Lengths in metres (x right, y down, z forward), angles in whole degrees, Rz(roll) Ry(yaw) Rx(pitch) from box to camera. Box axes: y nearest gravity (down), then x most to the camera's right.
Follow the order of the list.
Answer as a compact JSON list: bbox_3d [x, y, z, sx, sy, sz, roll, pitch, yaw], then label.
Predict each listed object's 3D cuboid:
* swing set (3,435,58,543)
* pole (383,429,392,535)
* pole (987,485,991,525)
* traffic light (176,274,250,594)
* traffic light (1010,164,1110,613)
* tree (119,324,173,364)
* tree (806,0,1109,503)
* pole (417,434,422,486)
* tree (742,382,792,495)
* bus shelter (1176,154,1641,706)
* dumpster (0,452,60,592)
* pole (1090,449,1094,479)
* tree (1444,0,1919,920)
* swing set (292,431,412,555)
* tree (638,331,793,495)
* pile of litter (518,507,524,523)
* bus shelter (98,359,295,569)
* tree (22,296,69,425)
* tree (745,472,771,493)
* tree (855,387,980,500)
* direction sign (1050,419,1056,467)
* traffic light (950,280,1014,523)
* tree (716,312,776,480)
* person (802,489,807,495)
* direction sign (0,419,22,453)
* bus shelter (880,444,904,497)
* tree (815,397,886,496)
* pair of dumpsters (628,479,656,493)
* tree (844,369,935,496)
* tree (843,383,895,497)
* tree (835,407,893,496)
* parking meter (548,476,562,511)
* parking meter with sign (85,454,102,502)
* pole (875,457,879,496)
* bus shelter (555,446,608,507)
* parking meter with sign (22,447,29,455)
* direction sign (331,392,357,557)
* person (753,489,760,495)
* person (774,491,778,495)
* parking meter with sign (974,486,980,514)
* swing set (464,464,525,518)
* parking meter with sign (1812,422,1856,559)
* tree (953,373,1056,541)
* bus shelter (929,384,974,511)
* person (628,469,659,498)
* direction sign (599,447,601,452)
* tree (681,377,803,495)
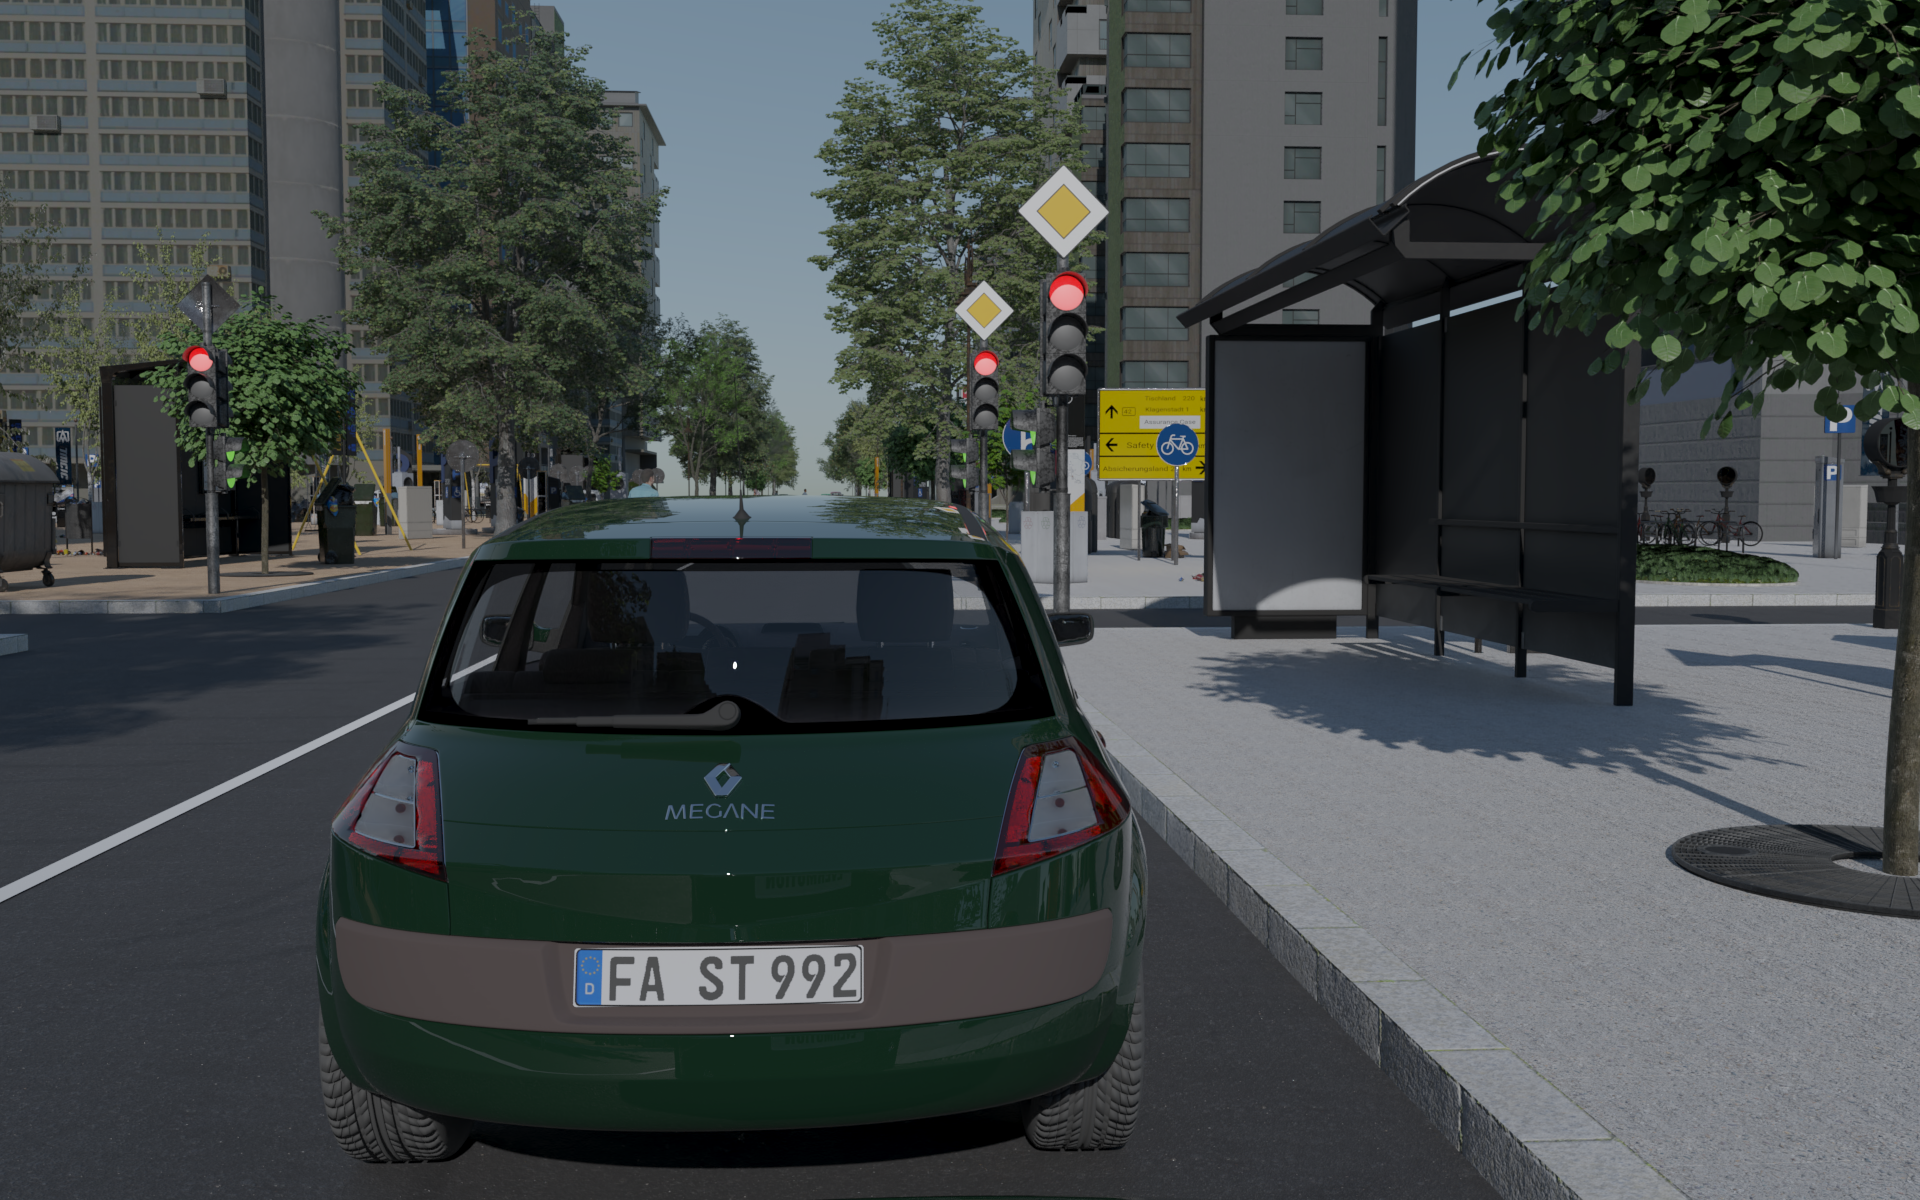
[{"bbox_3d":[-25.365,-2.852,44.243,2.862,2.851,3.119,0,4,3],"label":"swing set"},{"bbox_3d":[-17.884,-3.686,54.101,0.158,3.312,0.155,0,3,0],"label":"pole"},{"bbox_3d":[1.087,-4.401,65.807,0.158,3.312,0.155,0,3,0],"label":"pole"},{"bbox_3d":[-9.590,-2.035,22.192,0.839,4.253,0.868,0,4,-4],"label":"traffic light"},{"bbox_3d":[0.864,-1.592,14.945,0.839,4.253,0.868,0,4,-4],"label":"traffic light"},{"bbox_3d":[-34.909,-7.567,74.090,4.360,8.622,3.978,0,3,0],"label":"tree"},{"bbox_3d":[-0.125,-7.436,39.710,7.486,12.596,7.792,0,3,0],"label":"tree"},{"bbox_3d":[-18.470,-3.999,59.224,0.158,3.312,0.155,0,3,0],"label":"pole"},{"bbox_3d":[-21.731,-16.057,172.899,12.009,13.543,11.850,0,3,0],"label":"tree"},{"bbox_3d":[3.129,-1.153,12.783,2.014,3.302,5.546,0,4,-4],"label":"bus shelter"},{"bbox_3d":[-13.069,-1.065,23.180,1.264,1.857,1.865,0,4,-4],"label":"dumpster"},{"bbox_3d":[6.005,-5.194,78.769,0.158,3.312,0.155,0,3,0],"label":"pole"},{"bbox_3d":[3.118,-1.343,5.666,4.285,4.588,4.351,0,3,0],"label":"tree"},{"bbox_3d":[-13.985,-2.463,37.894,2.862,2.851,3.119,0,4,4],"label":"swing set"},{"bbox_3d":[-17.088,-11.360,111.489,9.928,11.665,9.643,0,3,0],"label":"tree"},{"bbox_3d":[-15.892,-3.021,63.352,1.176,0.858,1.719,1,4,9],"label":"pile of litter"},{"bbox_3d":[-14.102,-2.534,32.707,1.731,3.624,6.357,0,4,-4],"label":"bus shelter"},{"bbox_3d":[-30.082,-6.721,60.256,4.737,8.622,4.395,0,3,0],"label":"tree"},{"bbox_3d":[-22.560,-12.744,192.082,4.285,4.588,4.351,0,3,0],"label":"tree"},{"bbox_3d":[-0.815,-4.048,49.895,4.285,4.588,4.351,0,3,0],"label":"tree"},{"bbox_3d":[2.418,-3.528,49.684,0.876,3.537,0.379,-3,5,-41],"label":"direction sign"},{"bbox_3d":[0.295,-2.079,22.910,0.839,4.253,0.868,0,4,-4],"label":"traffic light"},{"bbox_3d":[-17.653,-13.247,123.247,9.857,13.997,8.962,0,3,0],"label":"tree"},{"bbox_3d":[-11.426,-7.317,128.118,0.705,1.826,1.348,-3,5,-41],"label":"person"},{"bbox_3d":[-28.727,-3.685,52.241,0.379,3.537,0.876,3,5,42],"label":"direction sign"},{"bbox_3d":[-2.744,-5.427,80.018,1.731,3.624,6.357,0,4,-4],"label":"bus shelter"},{"bbox_3d":[-12.037,-17.631,205.269,9.611,12.733,9.660,0,3,0],"label":"tree"},{"bbox_3d":[-17.088,-5.488,92.226,1.574,2.255,4.437,0,4,-4],"label":"pair of dumpsters"},{"bbox_3d":[-3.122,-8.410,87.867,4.360,8.622,3.978,0,3,0],"label":"tree"},{"bbox_3d":[-4.478,-9.327,102.851,4.737,8.622,4.395,0,3,0],"label":"tree"},{"bbox_3d":[-9.780,-15.143,182.007,7.601,10.594,8.767,-3,4,-36],"label":"tree"},{"bbox_3d":[-13.280,-3.125,56.806,0.399,1.863,0.255,0,4,2],"label":"parking meter"},{"bbox_3d":[-37.931,-4.907,76.487,0.543,3.016,1.738,0,4,-4],"label":"parking meter with sign"},{"bbox_3d":[-4.599,-6.235,95.781,0.158,3.312,0.155,0,3,0],"label":"pole"},{"bbox_3d":[-18.575,-5.748,85.267,1.731,3.624,6.357,0,4,-4],"label":"bus shelter"},{"bbox_3d":[-34.793,-4.124,63.696,0.543,3.016,1.738,-1,4,-10],"label":"parking meter with sign"},{"bbox_3d":[-12.499,-2.640,35.163,0.379,3.537,0.876,1,4,12],"label":"direction sign"},{"bbox_3d":[-11.733,-5.538,99.714,0.551,1.740,0.621,2,4,25],"label":"person"},{"bbox_3d":[-19.562,-10.787,184.956,0.705,1.814,1.350,2,4,27],"label":"person"},{"bbox_3d":[0.627,-5.574,87.403,0.543,3.016,1.738,0,4,-1],"label":"parking meter with sign"},{"bbox_3d":[-24.477,-5.707,90.933,3.119,2.851,2.862,0,4,-4],"label":"swing set"},{"bbox_3d":[17.478,-2.356,34.781,0.543,3.016,1.738,1,4,17],"label":"parking meter with sign"},{"bbox_3d":[0.719,-2.041,27.966,1.663,3.219,1.824,0,3,0],"label":"tree"},{"bbox_3d":[-0.155,-5.088,60.816,2.179,5.291,8.768,0,4,-4],"label":"bus shelter"},{"bbox_3d":[-4.913,-1.106,26.597,0.660,1.820,0.620,1,4,22],"label":"person"},{"bbox_3d":[-17.295,-5.581,83.242,0.379,3.537,0.876,0,4,-7],"label":"direction sign"},{"bbox_3d":[-20.536,-14.490,153.919,9.611,12.733,9.660,0,3,0],"label":"tree"}]
